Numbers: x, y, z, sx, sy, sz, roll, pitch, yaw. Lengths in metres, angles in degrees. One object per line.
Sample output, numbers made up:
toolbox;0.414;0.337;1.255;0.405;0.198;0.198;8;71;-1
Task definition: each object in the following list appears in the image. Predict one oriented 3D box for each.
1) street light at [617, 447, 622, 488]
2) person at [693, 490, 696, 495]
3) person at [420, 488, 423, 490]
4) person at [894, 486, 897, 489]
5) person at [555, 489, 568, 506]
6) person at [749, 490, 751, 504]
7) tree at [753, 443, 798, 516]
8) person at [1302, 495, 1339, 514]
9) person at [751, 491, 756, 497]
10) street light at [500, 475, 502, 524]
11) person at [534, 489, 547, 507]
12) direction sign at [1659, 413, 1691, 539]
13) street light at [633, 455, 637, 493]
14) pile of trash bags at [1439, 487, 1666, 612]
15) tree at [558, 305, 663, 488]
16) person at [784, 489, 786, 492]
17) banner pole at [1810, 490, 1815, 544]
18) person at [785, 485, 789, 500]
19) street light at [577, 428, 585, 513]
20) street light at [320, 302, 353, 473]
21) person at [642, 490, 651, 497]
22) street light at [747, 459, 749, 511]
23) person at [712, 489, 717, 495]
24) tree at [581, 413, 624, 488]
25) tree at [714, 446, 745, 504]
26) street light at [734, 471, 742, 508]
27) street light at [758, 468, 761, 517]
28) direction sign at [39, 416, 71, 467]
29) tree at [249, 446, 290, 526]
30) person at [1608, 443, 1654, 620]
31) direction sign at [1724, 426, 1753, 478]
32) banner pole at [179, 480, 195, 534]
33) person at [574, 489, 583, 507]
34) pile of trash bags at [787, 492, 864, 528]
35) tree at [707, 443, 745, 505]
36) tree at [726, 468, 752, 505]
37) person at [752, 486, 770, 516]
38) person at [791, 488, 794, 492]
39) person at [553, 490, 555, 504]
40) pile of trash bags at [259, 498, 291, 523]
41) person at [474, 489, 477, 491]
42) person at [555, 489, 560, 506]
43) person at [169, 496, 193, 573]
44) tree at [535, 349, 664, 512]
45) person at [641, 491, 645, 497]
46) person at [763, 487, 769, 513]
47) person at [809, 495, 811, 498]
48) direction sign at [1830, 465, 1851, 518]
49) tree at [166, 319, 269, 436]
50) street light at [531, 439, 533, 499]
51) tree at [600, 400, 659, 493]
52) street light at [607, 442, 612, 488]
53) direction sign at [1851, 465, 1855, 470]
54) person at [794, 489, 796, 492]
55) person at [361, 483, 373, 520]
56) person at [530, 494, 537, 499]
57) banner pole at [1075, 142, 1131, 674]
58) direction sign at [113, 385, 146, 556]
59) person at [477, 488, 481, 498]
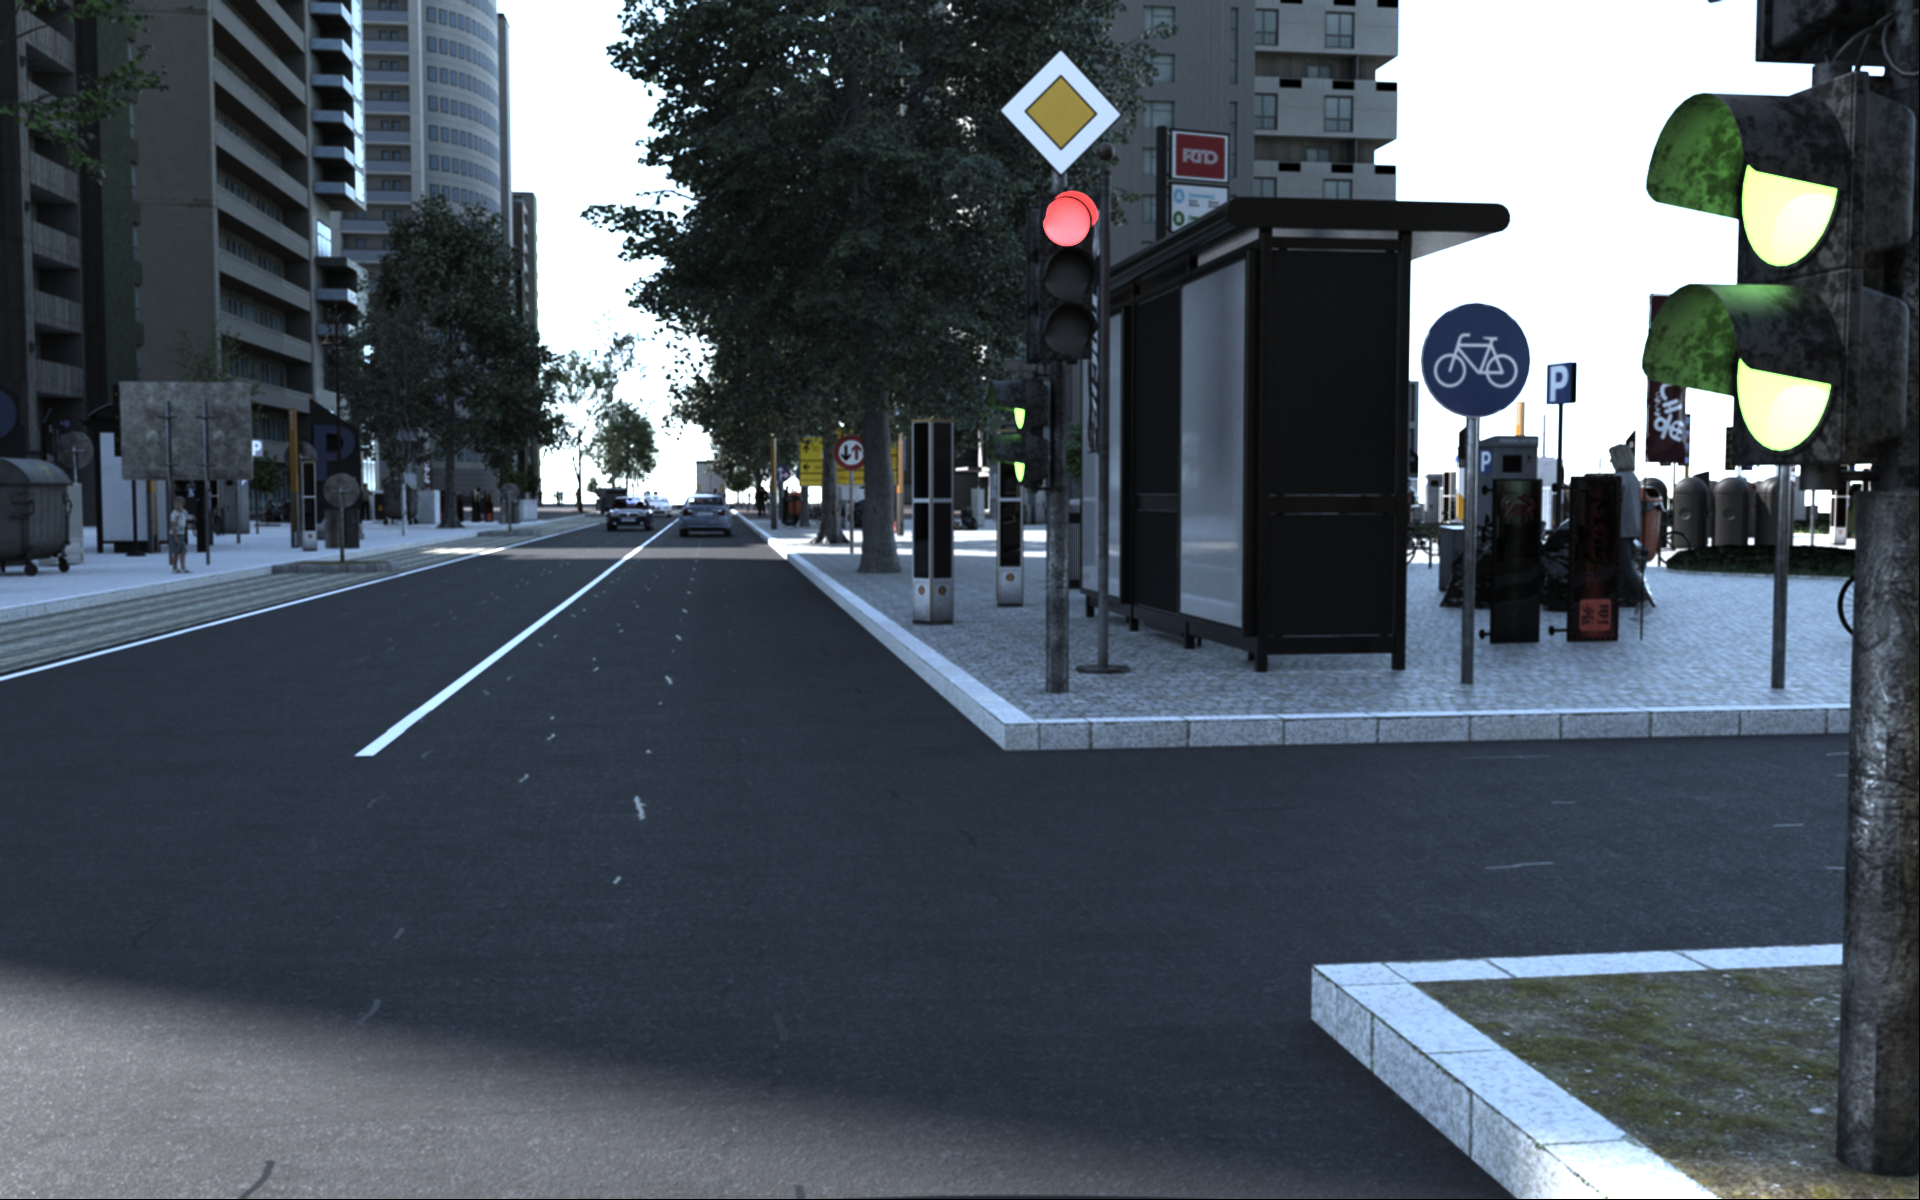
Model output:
street light;-32.950;-11.932;167.877;0.468;5.910;1.993;-1;4;-8
person;-25.726;-9.792;168.586;0.705;1.826;1.348;-3;5;-45
person;-45.012;-8.488;144.828;0.705;1.824;1.348;-1;4;-16
person;-2.751;-3.951;71.237;0.643;1.750;0.593;2;4;27
person;-41.874;-10.762;182.079;1.350;1.814;0.705;-1;4;-20
person;-26.052;-12.749;214.574;0.705;1.814;1.350;-1;4;-19
tree;-11.258;-9.374;103.620;4.737;8.622;4.395;0;3;0
person;5.857;-1.354;28.282;0.635;1.810;0.391;-1;4;-21
person;-25.768;-12.960;218.461;1.217;1.766;0.721;-3;4;-36
street light;-19.610;-6.186;73.923;0.468;5.910;1.993;-1;4;-8
person;-42.404;-10.339;175.114;1.348;1.821;0.705;0;4;6
direction sign;20.177;-3.482;48.926;0.379;3.537;0.876;-3;5;-41
street light;-37.661;-13.924;200.445;0.468;5.910;1.993;-1;4;-8
pile of trash bags;7.241;-0.642;20.241;3.447;1.369;1.912;-3;5;-42
tree;-36.402;-19.599;176.326;12.611;20.169;13.585;0;3;0
person;-20.172;-11.826;199.338;0.705;1.831;1.348;2;4;32
banner pole;18.809;-2.939;38.077;0.401;3.779;0.863;2;4;32
person;-10.607;-6.145;106.538;0.705;1.821;1.348;-1;4;-12
street light;-25.895;-8.897;118.249;0.468;5.910;1.993;-1;4;-8
street light;-14.972;-4.217;41.730;0.468;5.910;1.993;-1;4;-8
person;-27.282;-8.745;151.470;1.348;1.826;0.705;-1;4;-9
street light;-15.753;-9.527;128.550;0.468;5.910;1.993;-1;4;-8
person;-12.926;-5.009;91.321;0.530;1.710;0.541;-1;4;-9
tree;-31.959;-12.547;155.502;4.737;8.622;4.395;0;3;0
tree;-28.576;-18.231;223.823;9.928;11.665;9.643;0;3;0
street light;-22.983;-12.592;178.667;0.468;5.910;1.993;-1;4;-8
street light;-11.217;-7.582;96.754;0.468;5.910;1.993;-1;4;-8
direction sign;-26.377;-3.583;50.579;0.379;3.537;0.876;3;4;36
tree;-27.944;-4.618;70.107;1.663;3.219;1.824;0;3;0
person;6.766;-0.706;17.770;0.709;1.800;0.728;-3;5;-42
direction sign;26.065;-4.036;57.992;0.876;3.537;0.379;1;4;15
banner pole;-24.792;-4.004;55.476;0.401;3.779;0.863;1;4;22
person;-38.377;-10.268;173.881;1.348;1.831;0.705;3;5;42
pile of trash bags;-4.866;-3.428;65.806;3.447;1.369;1.912;0;3;0
tree;-25.213;-16.351;201.748;8.767;10.594;7.601;-1;4;-15
tree;-30.474;-15.368;234.985;4.285;4.588;4.351;0;3;0
person;-11.453;-5.703;99.804;1.217;1.766;0.721;-3;5;-40
person;-14.343;-8.713;148.503;0.705;1.824;1.348;-1;4;-13
person;-51.163;-12.963;217.989;0.705;1.823;1.348;-1;4;-13
pile of trash bags;-30.165;-4.235;78.995;1.912;1.369;3.447;1;4;19
person;-46.153;-9.684;165.052;0.621;1.740;0.551;0;4;2
person;-44.686;-11.421;192.777;0.705;1.823;1.348;1;4;22
person;-12.647;-1.062;28.094;0.332;1.250;0.352;-3;5;-40
tree;-27.764;-12.213;125.435;9.928;11.665;9.643;0;3;0
person;-41.038;-13.321;224.567;0.721;1.735;1.217;-2;4;-31
person;-13.426;-6.907;119.413;0.683;1.767;0.568;0;4;8
person;-14.437;-9.474;161.679;1.217;1.736;0.721;-3;4;-37
direction sign;29.880;-4.118;59.324;0.379;3.537;0.876;-1;4;-20
tree;-31.792;-7.539;73.629;4.737;8.622;4.395;0;3;0
street light;-21.151;-6.898;85.571;0.468;5.910;1.993;-1;4;-8
tree;-39.752;-17.753;208.394;7.486;12.596;7.792;0;3;0
street light;-30.606;-10.908;151.132;0.468;5.910;1.993;-1;4;-8
direction sign;45.852;-5.964;89.508;0.379;3.537;0.876;-1;4;-23
person;-18.144;-11.287;190.542;0.705;1.831;1.348;1;4;23
person;-29.175;-4.828;84.993;1.348;1.823;0.705;-2;4;-32
person;-48.021;-11.492;194.763;1.217;1.723;0.721;2;4;29
banner pole;1.012;-1.385;12.669;0.401;3.779;0.863;0;4;-6
direction sign;-17.097;-2.681;35.825;0.876;3.537;0.379;1;4;15
person;-33.505;-6.983;120.934;0.721;1.735;1.217;0;4;3
